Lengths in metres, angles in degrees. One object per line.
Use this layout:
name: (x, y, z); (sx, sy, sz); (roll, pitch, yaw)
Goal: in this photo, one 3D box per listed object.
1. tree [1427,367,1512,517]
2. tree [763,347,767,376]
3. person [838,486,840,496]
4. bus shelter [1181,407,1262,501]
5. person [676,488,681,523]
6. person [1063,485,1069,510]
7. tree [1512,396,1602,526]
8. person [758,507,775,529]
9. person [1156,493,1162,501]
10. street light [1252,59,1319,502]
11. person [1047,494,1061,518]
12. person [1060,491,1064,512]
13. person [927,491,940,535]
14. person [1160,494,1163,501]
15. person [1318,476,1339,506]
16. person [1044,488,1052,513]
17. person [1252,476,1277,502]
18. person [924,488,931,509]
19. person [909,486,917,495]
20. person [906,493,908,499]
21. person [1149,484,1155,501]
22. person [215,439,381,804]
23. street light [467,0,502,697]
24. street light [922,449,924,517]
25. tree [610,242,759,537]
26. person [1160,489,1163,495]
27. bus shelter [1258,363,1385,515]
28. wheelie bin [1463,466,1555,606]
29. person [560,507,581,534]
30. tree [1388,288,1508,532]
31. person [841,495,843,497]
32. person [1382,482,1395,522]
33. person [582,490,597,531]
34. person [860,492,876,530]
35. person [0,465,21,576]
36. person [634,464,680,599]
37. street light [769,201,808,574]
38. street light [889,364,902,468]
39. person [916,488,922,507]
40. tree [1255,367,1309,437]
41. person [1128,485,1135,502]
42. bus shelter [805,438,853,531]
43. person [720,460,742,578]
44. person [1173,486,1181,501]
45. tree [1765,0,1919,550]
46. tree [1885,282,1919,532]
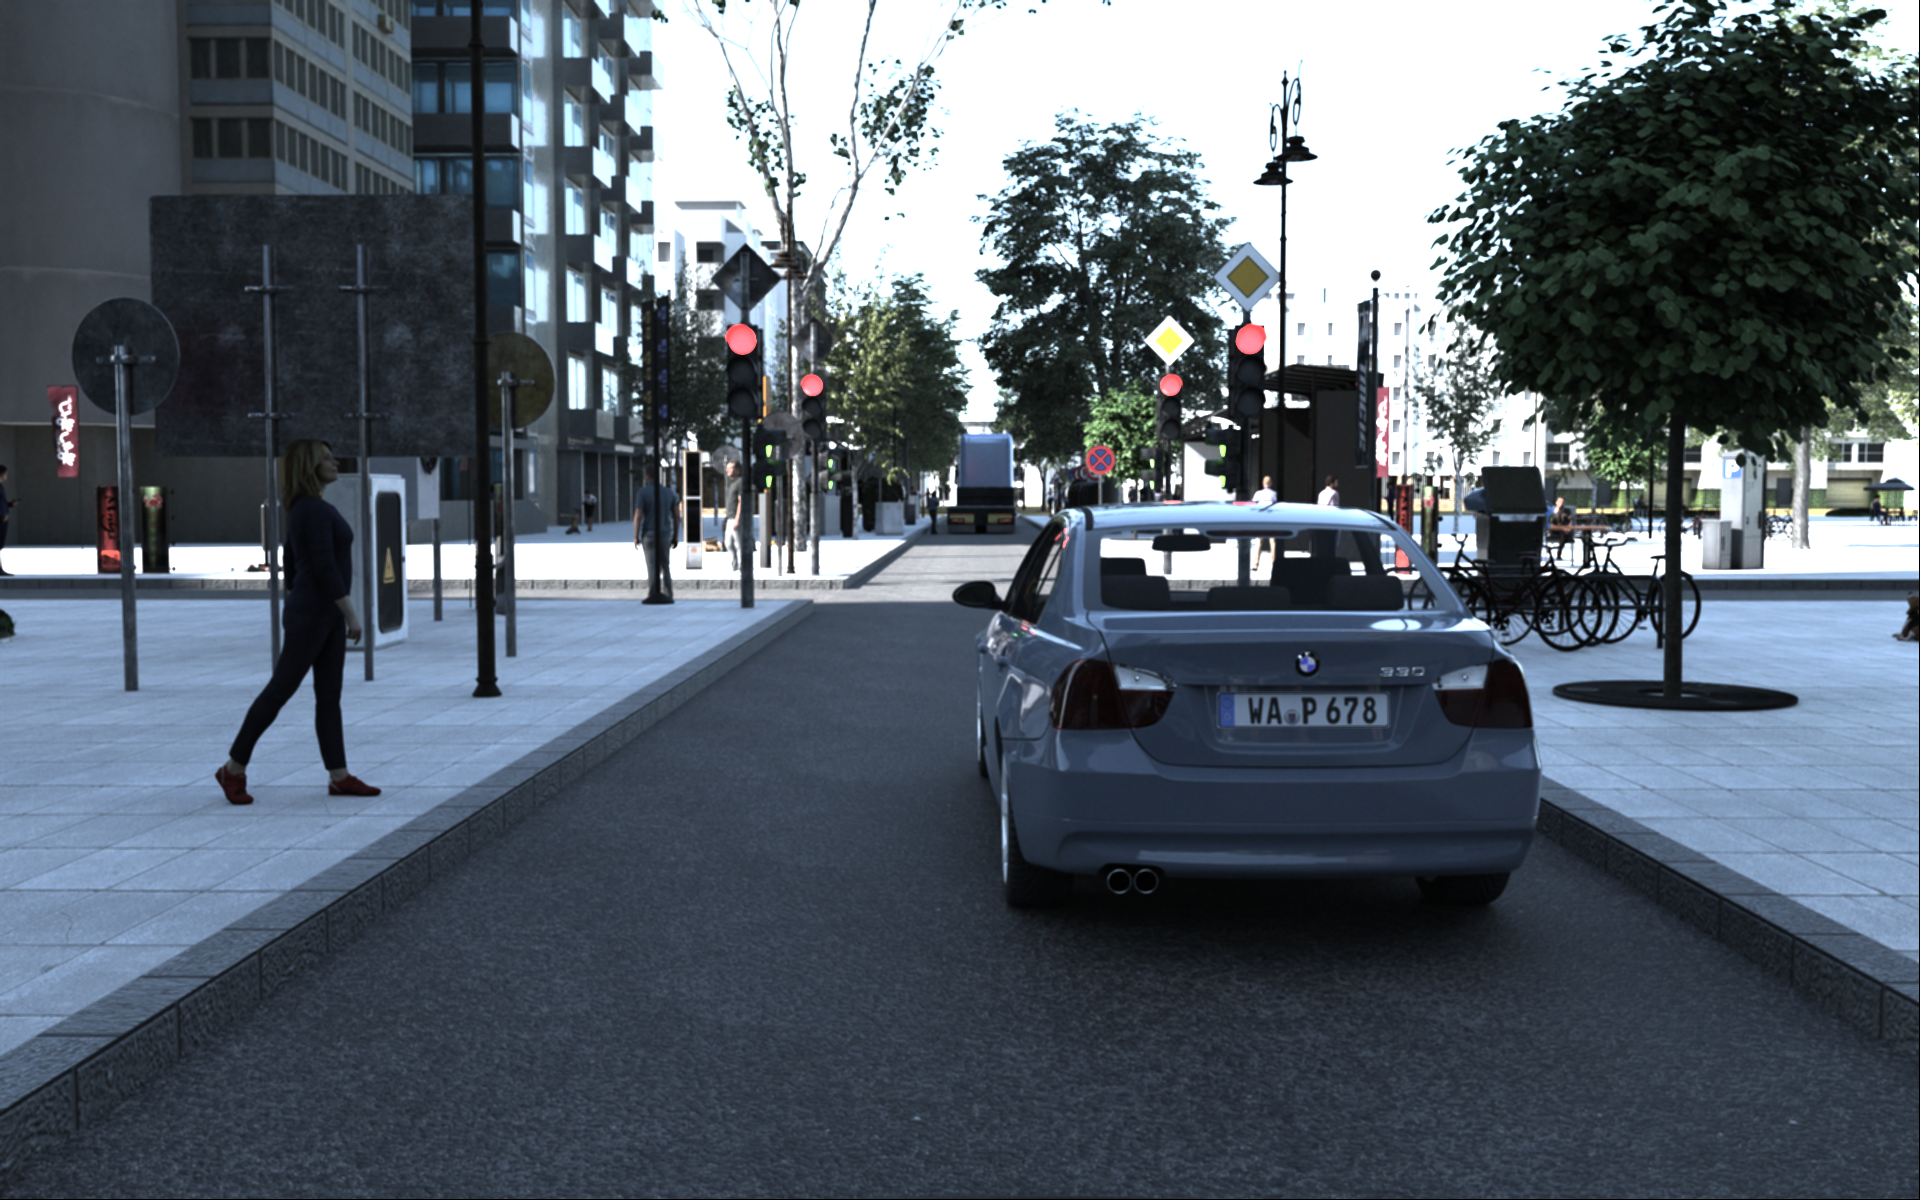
tree: (27.888, -8.873, 95.441); (4.737, 8.622, 4.395); (0, 3, 0)
tree: (-9.262, -6.497, 56.596); (4.360, 8.622, 3.978); (0, 3, 0)
person: (-7.711, -6.269, 108.522); (0.705, 1.826, 1.348); (0, 4, 5)
bus shelter: (6.432, -2.940, 41.996); (2.014, 3.302, 5.546); (0, 4, 1)
person: (-12.051, -3.982, 73.615); (0.387, 1.526, 0.523); (-1, 4, -11)
person: (5.164, -4.659, 83.138); (0.530, 1.710, 0.541); (-1, 4, -19)
tree: (23.250, -6.929, 63.644); (4.737, 8.622, 4.395); (0, 3, 0)
person: (-6.628, -3.311, 60.734); (0.990, 1.755, 0.434); (-2, 4, -34)
person: (14.533, -7.335, 125.845); (0.599, 1.838, 0.709); (2, 4, 28)
street light: (3.540, -2.828, 19.030); (0.468, 5.910, 1.993); (0, 4, 1)
person: (5.048, -5.143, 93.317); (0.628, 1.438, 0.799); (1, 4, 14)
person: (5.615, -5.334, 96.483); (0.421, 1.427, 0.697); (-3, 4, -38)
person: (-0.934, -3.091, 61.245); (0.429, 1.552, 0.499); (-1, 4, -12)
person: (9.365, -4.262, 79.643); (0.435, 1.345, 0.340); (1, 4, 14)
person: (6.195, -1.275, 28.846); (0.435, 1.587, 0.963); (-2, 4, -25)
person: (6.338, -6.912, 119.737); (1.217, 1.739, 0.721); (-2, 4, -28)
person: (5.090, -1.268, 28.840); (0.516, 1.574, 0.319); (1, 4, 10)
person: (-2.856, -9.032, 153.654); (0.705, 1.831, 1.348); (-3, 4, -38)
person: (-2.743, -5.766, 101.135); (0.431, 1.722, 0.655); (-2, 4, -29)
person: (-2.743, -4.359, 79.186); (0.662, 1.594, 0.647); (3, 5, 42)
person: (7.395, -3.708, 66.799); (0.434, 1.807, 0.598); (1, 4, 20)
person: (-2.778, 0.082, 7.247); (0.613, 1.512, 0.480); (-3, 4, -36)
street light: (-3.008, -2.327, 10.836); (0.468, 5.910, 1.993); (0, 4, 1)
street light: (-2.027, -7.474, 94.979); (0.468, 5.910, 1.993); (0, 4, 1)
tree: (-8.524, -6.175, 51.324); (4.360, 8.622, 3.978); (0, 3, 0)
person: (15.139, -7.642, 131.712); (1.217, 1.735, 0.721); (-3, 5, -42)
bus shelter: (6.880, -2.628, 34.254); (1.731, 3.624, 6.357); (0, 4, 1)
wheelie bin: (6.083, -0.696, 19.295); (0.980, 1.594, 0.693); (0, 4, 1)
person: (-12.401, -2.518, 55.129); (0.695, 0.859, 0.347); (0, 4, -6)
tree: (16.948, -6.657, 59.203); (4.360, 8.622, 3.978); (0, 3, 0)
person: (-8.796, -7.667, 132.077); (0.721, 1.739, 1.217); (-3, 5, -40)
person: (16.225, -3.594, 65.514); (0.504, 1.737, 0.576); (1, 4, 9)
person: (-12.817, -3.085, 59.678); (0.628, 1.438, 0.799); (-2, 4, -34)
person: (-3.270, -3.297, 61.825); (0.647, 1.594, 0.662); (2, 4, 35)
person: (-15.034, -1.251, 27.208); (0.504, 1.737, 0.576); (-3, 5, -45)
person: (-3.806, -0.799, 21.692); (0.598, 1.807, 0.434); (-2, 4, -24)
street light: (-2.721, -3.357, 27.682); (0.468, 5.910, 1.993); (0, 4, 1)
street light: (-2.332, -5.442, 61.772); (0.468, 5.910, 1.993); (0, 4, 1)
person: (-3.955, -10.020, 169.738); (0.599, 1.838, 0.709); (2, 4, 29)
tree: (18.421, -9.083, 98.868); (4.360, 8.622, 3.978); (0, 3, 0)
person: (9.314, -5.297, 93.095); (0.683, 1.767, 0.568); (2, 4, 27)
bus shelter: (-5.015, -4.214, 62.827); (2.014, 3.302, 5.546); (0, 4, 1)
person: (-3.478, -1.254, 26.668); (0.434, 1.807, 0.598); (-1, 4, -9)
person: (6.464, -2.631, 51.596); (0.480, 1.512, 0.613); (-1, 4, -20)
tree: (19.000, -7.424, 39.505); (7.486, 12.596, 7.792); (0, 3, 0)
tree: (32.301, -6.572, 57.818); (4.737, 8.622, 4.395); (0, 3, 0)
